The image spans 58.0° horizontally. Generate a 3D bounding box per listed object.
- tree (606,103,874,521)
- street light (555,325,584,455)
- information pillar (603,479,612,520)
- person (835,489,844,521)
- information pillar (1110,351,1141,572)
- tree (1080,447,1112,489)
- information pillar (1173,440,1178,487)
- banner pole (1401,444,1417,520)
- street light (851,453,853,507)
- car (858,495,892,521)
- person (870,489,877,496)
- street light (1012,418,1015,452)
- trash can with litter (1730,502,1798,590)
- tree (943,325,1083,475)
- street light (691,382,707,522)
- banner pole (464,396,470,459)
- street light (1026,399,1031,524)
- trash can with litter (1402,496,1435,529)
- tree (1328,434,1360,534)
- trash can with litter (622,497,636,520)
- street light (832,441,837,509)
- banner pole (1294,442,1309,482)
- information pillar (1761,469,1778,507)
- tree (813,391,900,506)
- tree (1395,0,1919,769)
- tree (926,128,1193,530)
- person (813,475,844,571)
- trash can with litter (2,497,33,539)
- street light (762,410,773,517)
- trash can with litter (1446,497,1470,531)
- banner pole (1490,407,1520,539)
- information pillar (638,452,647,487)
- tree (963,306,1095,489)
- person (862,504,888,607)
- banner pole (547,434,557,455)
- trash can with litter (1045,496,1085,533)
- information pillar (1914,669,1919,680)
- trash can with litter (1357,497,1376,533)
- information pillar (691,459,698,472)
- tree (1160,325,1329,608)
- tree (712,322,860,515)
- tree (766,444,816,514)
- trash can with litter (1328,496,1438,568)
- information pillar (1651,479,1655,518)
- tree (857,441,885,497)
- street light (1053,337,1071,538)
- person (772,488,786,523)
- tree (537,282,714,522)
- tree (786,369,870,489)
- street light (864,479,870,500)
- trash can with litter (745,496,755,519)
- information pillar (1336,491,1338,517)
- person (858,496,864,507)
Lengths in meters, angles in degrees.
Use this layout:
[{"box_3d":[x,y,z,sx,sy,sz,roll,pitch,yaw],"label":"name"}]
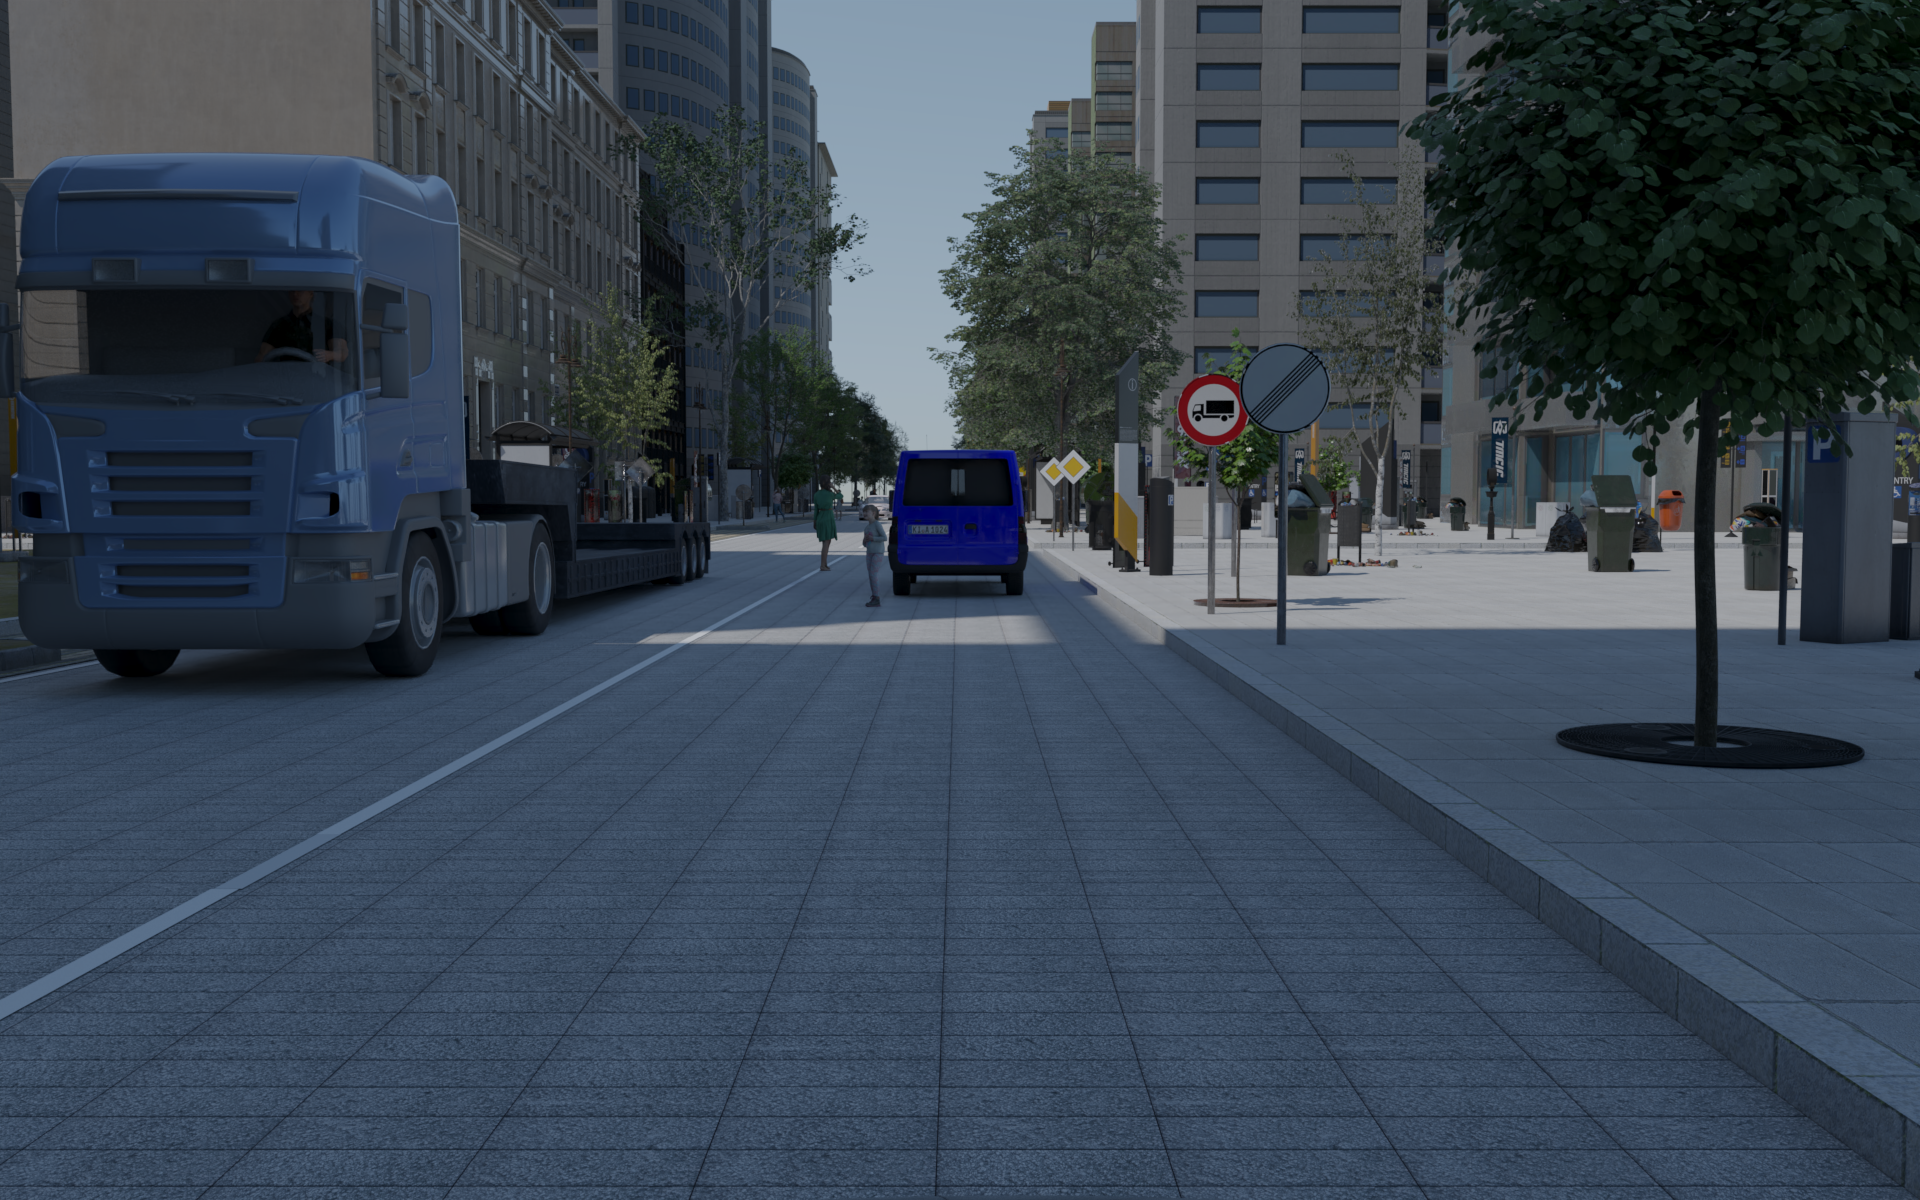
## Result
[{"box_3d":[-10.201,-13.845,82.256,12.611,20.169,13.585,0,3,0],"label":"tree"},{"box_3d":[-10.684,-4.569,47.491,0.468,5.910,1.993,0,3,0],"label":"street light"},{"box_3d":[-17.187,-4.894,84.509,0.304,2.012,0.304,1,4,16],"label":"information pillar"},{"box_3d":[-6.500,-5.126,93.321,0.522,1.701,0.512,1,4,11],"label":"person"},{"box_3d":[2.734,-2.262,28.346,0.504,3.616,0.183,-3,5,-42],"label":"information pillar"},{"box_3d":[7.971,-7.418,104.999,4.285,4.588,4.351,0,3,0],"label":"tree"},{"box_3d":[6.997,-3.971,56.287,0.183,3.616,0.504,0,4,-2],"label":"information pillar"},{"box_3d":[22.376,-5.890,86.324,0.863,3.779,0.401,0,4,1],"label":"banner pole"},{"box_3d":[-10.662,-12.119,170.930,0.468,5.910,1.993,0,3,0],"label":"street light"},{"box_3d":[-4.501,-5.072,95.286,2.083,1.381,4.827,0,4,2],"label":"car"},{"box_3d":[-6.803,-7.902,137.712,1.348,1.821,0.705,-2,4,-33],"label":"person"},{"box_3d":[3.077,-7.674,98.256,0.468,5.910,1.993,0,3,0],"label":"street light"},{"box_3d":[10.837,-0.727,23.271,0.624,1.170,1.055,3,5,45],"label":"trash can with litter"},{"box_3d":[3.696,-11.946,112.318,9.611,12.733,9.660,0,3,0],"label":"tree"},{"box_3d":[-10.717,-6.033,71.429,0.468,5.910,1.993,0,3,0],"label":"street light"},{"box_3d":[-11.358,-2.981,38.761,0.863,3.779,0.401,0,4,-2],"label":"banner pole"},{"box_3d":[2.970,-6.245,74.888,0.468,5.910,1.993,0,3,0],"label":"street light"},{"box_3d":[16.939,-3.243,64.407,0.624,1.170,1.055,-2,4,-27],"label":"trash can with litter"},{"box_3d":[11.794,-3.735,55.662,1.663,3.219,1.824,0,3,0],"label":"tree"},{"box_3d":[-16.713,-4.626,87.028,1.055,1.170,0.624,-1,4,-15],"label":"trash can with litter"},{"box_3d":[-10.697,-10.690,147.562,0.468,5.910,1.993,0,3,0],"label":"street light"},{"box_3d":[16.459,-5.699,83.189,0.863,3.779,0.401,1,4,20],"label":"banner pole"},{"box_3d":[23.674,-2.825,50.686,0.304,2.012,0.304,-1,4,-13],"label":"information pillar"},{"box_3d":[-11.167,-16.498,186.741,9.611,12.733,9.660,0,3,0],"label":"tree"},{"box_3d":[3.838,-1.528,8.697,4.285,4.588,4.351,0,3,0],"label":"tree"},{"box_3d":[3.699,-9.491,61.832,9.857,13.997,8.962,0,3,0],"label":"tree"},{"box_3d":[-2.532,-1.450,32.449,0.600,1.795,0.529,2,4,23],"label":"person"},{"box_3d":[-27.642,-2.372,49.835,1.678,1.210,2.233,3,5,41],"label":"trash can with litter"},{"box_3d":[-10.616,-7.516,95.679,0.468,5.910,1.993,0,3,0],"label":"street light"},{"box_3d":[17.334,-2.986,60.205,0.624,1.170,1.055,2,4,35],"label":"trash can with litter"},{"box_3d":[15.595,-3.641,49.545,0.863,3.779,0.401,1,4,22],"label":"banner pole"},{"box_3d":[-17.651,-6.417,96.278,0.504,3.616,0.183,0,4,-2],"label":"information pillar"},{"box_3d":[3.725,-10.153,91.752,9.928,11.665,9.643,0,3,0],"label":"tree"},{"box_3d":[-1.112,-0.570,22.105,0.425,1.301,0.394,2,4,32],"label":"person"},{"box_3d":[-15.099,-4.530,64.083,0.401,3.779,0.863,-3,5,-42],"label":"banner pole"},{"box_3d":[3.644,-2.889,58.295,1.678,1.210,2.233,2,4,34],"label":"trash can with litter"},{"box_3d":[6.749,-1.258,11.919,0.183,3.616,0.504,1,4,19],"label":"information pillar"},{"box_3d":[13.572,-2.837,57.778,0.624,1.170,1.055,1,4,11],"label":"trash can with litter"},{"box_3d":[-17.803,-7.650,116.435,0.504,3.616,0.183,1,4,21],"label":"information pillar"},{"box_3d":[3.092,-1.553,19.998,1.663,3.219,1.824,0,3,0],"label":"tree"},{"box_3d":[-11.262,-10.995,105.530,9.928,11.665,9.643,0,3,0],"label":"tree"},{"box_3d":[-11.058,-7.926,113.306,4.285,4.588,4.351,0,3,0],"label":"tree"},{"box_3d":[7.139,-1.202,30.716,1.678,1.210,2.233,-3,4,-36],"label":"trash can with litter"},{"box_3d":[19.628,-3.526,48.997,0.183,3.616,0.504,1,4,23],"label":"information pillar"},{"box_3d":[-10.941,-15.163,198.281,4.360,8.622,3.978,0,3,0],"label":"tree"},{"box_3d":[2.994,-4.783,50.997,0.468,5.910,1.993,0,3,0],"label":"street light"},{"box_3d":[-9.008,-4.721,86.272,0.643,1.750,0.593,2,4,34],"label":"person"},{"box_3d":[-11.424,-6.682,59.607,4.737,8.622,4.395,0,3,0],"label":"tree"},{"box_3d":[-11.882,-14.554,156.088,7.486,12.596,7.792,0,3,0],"label":"tree"},{"box_3d":[-10.696,-13.548,194.297,0.468,5.910,1.993,0,3,0],"label":"street light"},{"box_3d":[-11.141,-4.798,89.839,1.055,1.170,0.624,3,4,38],"label":"trash can with litter"},{"box_3d":[19.852,-5.356,92.067,0.304,2.012,0.304,-2,4,-32],"label":"information pillar"},{"box_3d":[-6.341,-5.990,110.708,0.425,1.301,0.394,-1,4,-10],"label":"person"}]
